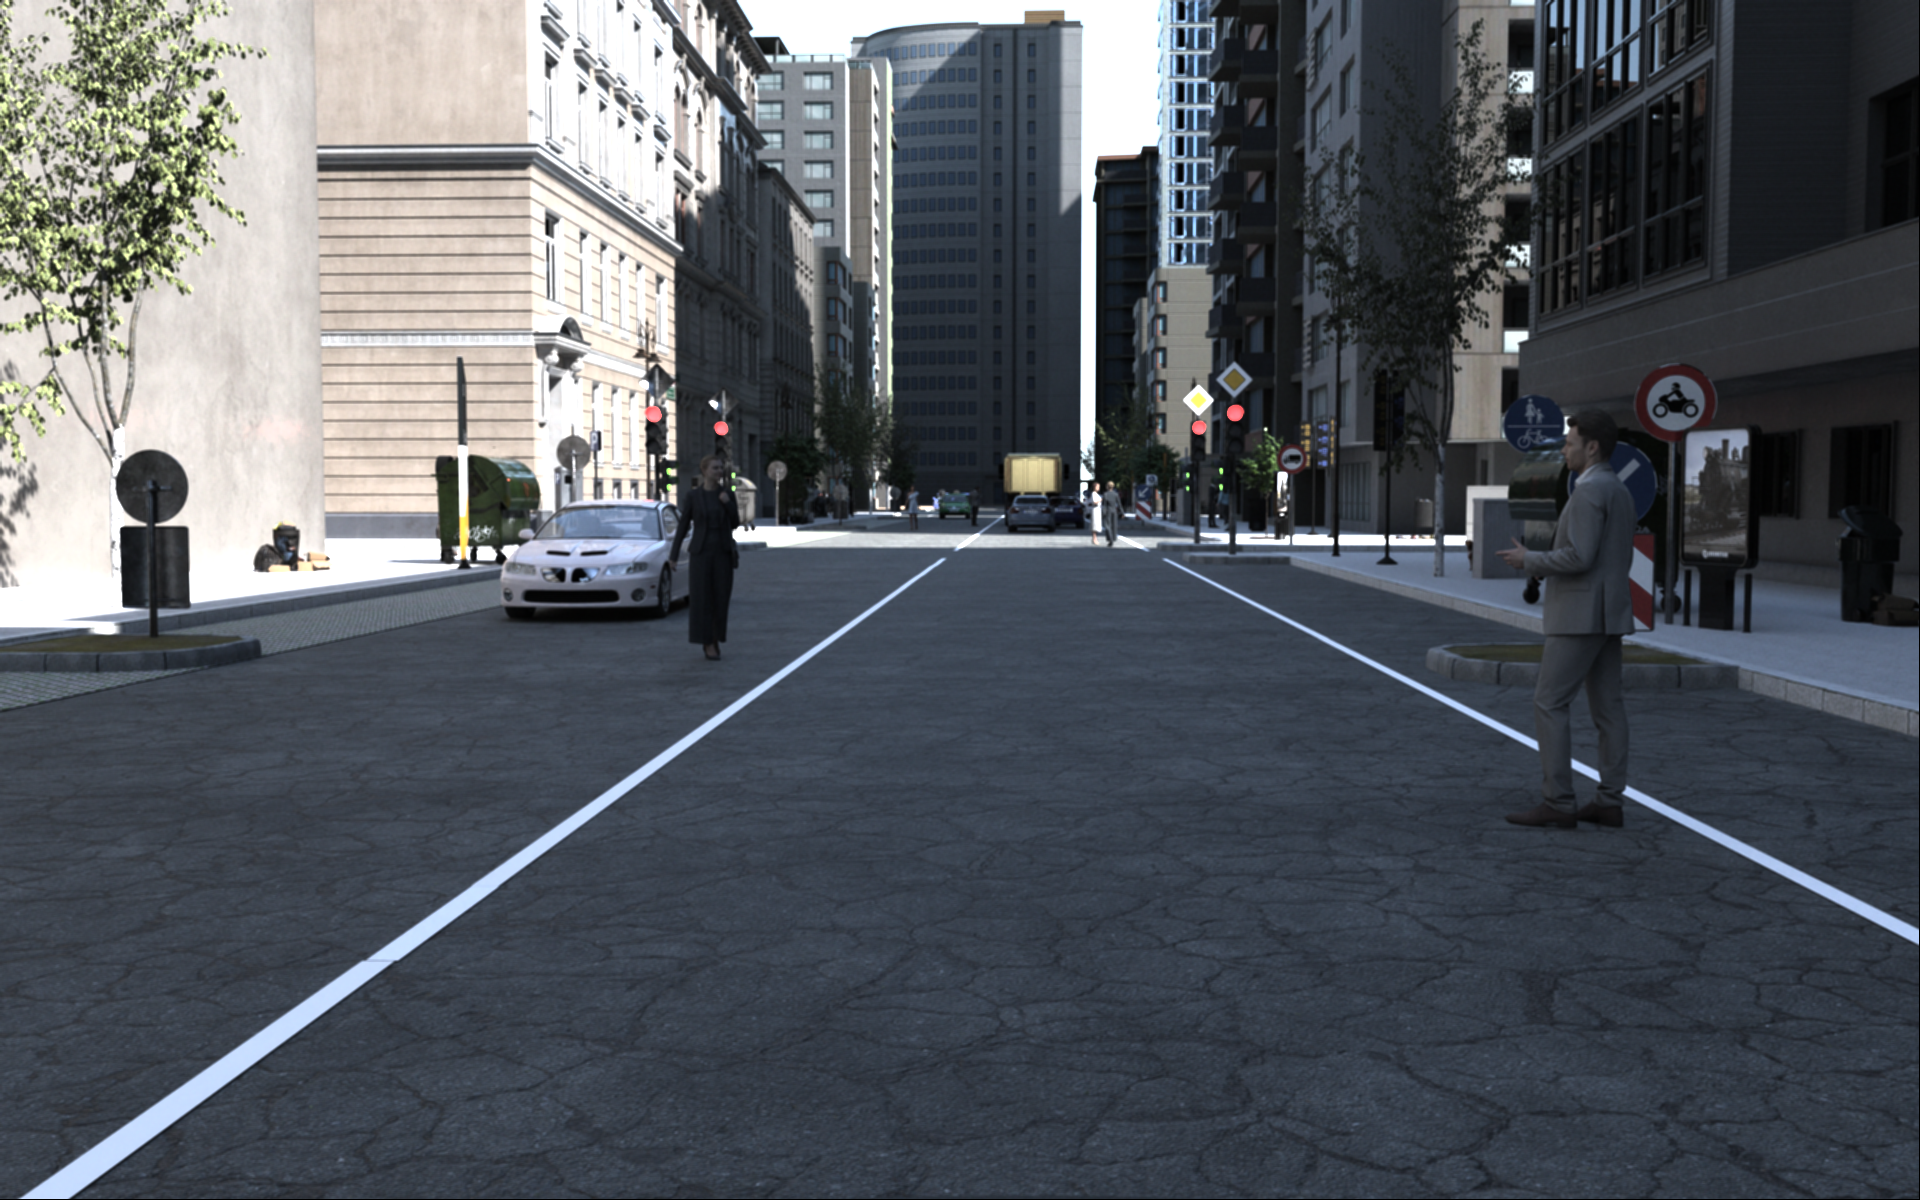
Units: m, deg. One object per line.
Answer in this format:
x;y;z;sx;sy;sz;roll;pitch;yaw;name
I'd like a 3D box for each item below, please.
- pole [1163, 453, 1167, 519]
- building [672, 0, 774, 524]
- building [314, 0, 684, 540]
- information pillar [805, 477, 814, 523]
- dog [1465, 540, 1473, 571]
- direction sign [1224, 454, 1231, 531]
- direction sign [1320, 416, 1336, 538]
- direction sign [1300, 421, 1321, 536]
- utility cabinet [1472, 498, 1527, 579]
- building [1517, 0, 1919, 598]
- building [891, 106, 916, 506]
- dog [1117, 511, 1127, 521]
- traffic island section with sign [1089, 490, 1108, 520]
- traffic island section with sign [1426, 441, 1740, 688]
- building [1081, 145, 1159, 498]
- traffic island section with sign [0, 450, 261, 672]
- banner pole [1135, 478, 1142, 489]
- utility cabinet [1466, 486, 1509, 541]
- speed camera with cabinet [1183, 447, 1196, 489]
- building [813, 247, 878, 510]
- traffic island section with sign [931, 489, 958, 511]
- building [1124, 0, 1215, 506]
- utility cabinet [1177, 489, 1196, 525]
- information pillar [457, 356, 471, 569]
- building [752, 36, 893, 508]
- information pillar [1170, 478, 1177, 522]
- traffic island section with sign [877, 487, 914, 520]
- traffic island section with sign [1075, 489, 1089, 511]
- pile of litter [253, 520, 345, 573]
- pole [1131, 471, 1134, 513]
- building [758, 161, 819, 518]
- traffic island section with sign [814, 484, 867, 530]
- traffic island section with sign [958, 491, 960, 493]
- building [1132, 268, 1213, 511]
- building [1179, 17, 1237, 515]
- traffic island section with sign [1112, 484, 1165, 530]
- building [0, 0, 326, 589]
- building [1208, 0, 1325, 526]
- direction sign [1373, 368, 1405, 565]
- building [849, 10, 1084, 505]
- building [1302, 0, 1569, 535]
10.160;-5.624;85.799;0.158;3.312;0.155;0;3;0;pole
-17.174;-17.916;80.312;14.401;28.519;23.554;0;4;2;building
-17.672;-16.631;57.822;13.634;28.700;20.117;0;4;2;building
-6.630;-4.388;76.243;0.304;2.012;0.304;1;4;20;information pillar
8.638;-0.736;28.866;0.540;0.507;0.406;2;4;30;dog
9.346;-4.156;59.944;0.379;3.537;0.876;1;4;20;direction sign
10.865;-3.574;50.431;0.379;3.537;0.876;2;4;25;direction sign
10.955;-3.771;53.658;0.876;3.537;0.379;0;4;1;direction sign
8.325;-0.931;26.376;1.020;1.237;0.306;-1;4;-18;utility cabinet
17.019;-12.157;17.832;14.314;24.678;30.058;0;4;2;building
-19.844;-32.301;182.741;28.867;44.769;22.147;0;4;2;building
8.678;-4.516;93.117;0.540;0.507;0.406;0;4;3;dog
8.407;-5.413;97.129;1.989;1.847;2.006;0;4;2;traffic island section with sign
4.827;-0.316;13.793;1.989;1.847;2.006;0;4;2;traffic island section with sign
29.440;-34.333;215.966;28.867;44.769;22.147;0;4;2;building
-7.160;-0.376;14.776;1.989;1.847;2.006;0;4;2;traffic island section with sign
11.972;-7.723;116.286;0.863;3.779;0.401;1;4;12;banner pole
14.351;-2.341;46.948;1.173;1.500;0.318;2;4;23;utility cabinet
9.710;-4.792;72.692;0.660;3.252;2.038;0;4;5;speed camera with cabinet
-21.562;-17.807;136.183;27.650;21.520;28.899;0;4;2;building
-1.462;-8.506;147.700;1.989;1.847;2.006;0;4;2;traffic island section with sign
28.750;-52.731;174.820;22.319;86.520;31.000;0;4;2;building
9.269;-3.806;70.904;0.318;1.500;1.173;2;4;34;utility cabinet
-8.540;-2.349;29.764;0.183;3.616;0.504;-1;4;-9;information pillar
-13.717;-28.994;157.641;14.154;41.232;14.086;0;4;2;building
9.740;-4.565;79.136;0.304;2.012;0.304;1;4;9;information pillar
-3.603;-5.438;97.535;1.989;1.847;2.006;0;4;2;traffic island section with sign
10.538;-8.441;146.645;1.989;1.847;2.006;0;4;2;traffic island section with sign
-11.011;-0.911;28.861;1.176;0.858;1.719;3;5;41;pile of litter
11.449;-7.407;114.946;0.158;3.312;0.155;0;3;0;pole
-14.229;-15.422;101.306;9.793;20.994;18.267;0;4;2;building
-4.799;-3.745;69.857;1.989;1.847;2.006;0;4;2;traffic island section with sign
-0.280;-10.182;175.096;1.989;1.847;2.006;0;4;2;traffic island section with sign
29.309;-18.440;146.525;27.650;21.520;28.899;0;4;2;building
24.920;-40.927;107.411;20.563;71.187;20.611;0;4;2;building
7.233;-3.743;69.827;1.989;1.847;2.006;0;4;2;traffic island section with sign
-29.904;-13.456;24.523;34.151;26.468;19.350;0;4;2;building
22.515;-25.749;75.613;22.147;44.769;28.867;0;4;2;building
7.807;-2.420;31.558;0.876;3.537;0.379;-3;5;-40;direction sign
0.868;-41.187;215.404;28.212;58.520;21.231;0;4;2;building
19.305;-22.801;56.393;14.086;41.232;14.154;0;4;2;building
